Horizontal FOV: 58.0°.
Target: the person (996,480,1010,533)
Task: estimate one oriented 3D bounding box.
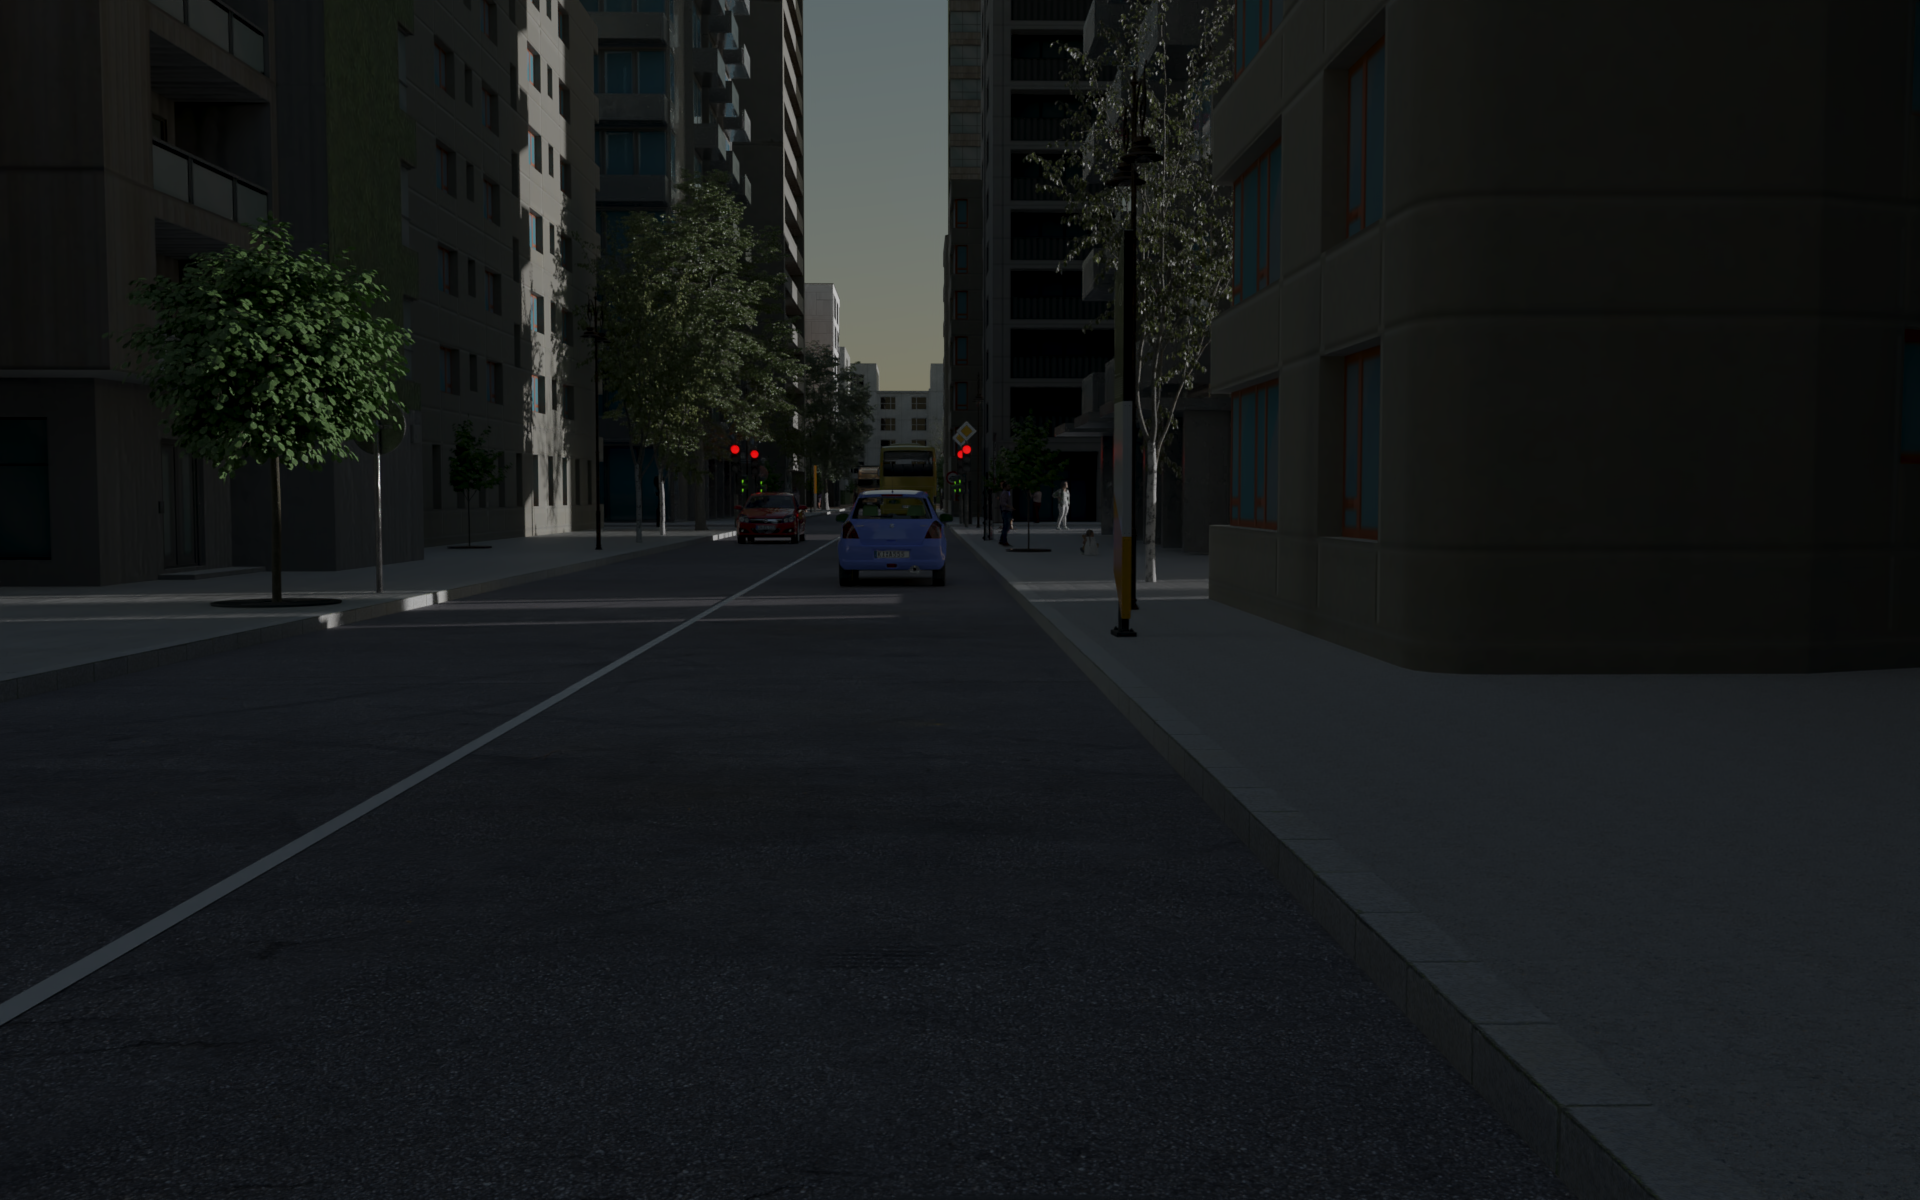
[{"bbox_3d":[1.421,-3.106,57.528,0.504,1.737,0.576,-2,4,-27],"label":"person"}]

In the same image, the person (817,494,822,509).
[{"bbox_3d":[-12.008,-8.547,149.011,0.697,1.427,0.421,-1,4,-20],"label":"person"}]

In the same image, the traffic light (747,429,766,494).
[{"bbox_3d":[-8.749,-5.216,74.200,0.839,4.253,0.868,0,4,-1],"label":"traffic light"}]

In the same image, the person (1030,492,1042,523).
[{"bbox_3d":[3.300,-4.173,75.736,0.517,1.644,0.566,0,4,-3],"label":"person"}]

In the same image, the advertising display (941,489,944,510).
[{"bbox_3d":[-1.275,-8.005,136.091,0.123,1.923,0.974,-2,4,-24],"label":"advertising display"}]

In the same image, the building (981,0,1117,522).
[{"bbox_3d":[11.600,-39.644,86.426,20.611,71.187,20.563,0,4,-1],"label":"building"}]

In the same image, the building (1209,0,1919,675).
[{"bbox_3d":[17.236,-9.876,6.509,27.650,21.520,28.899,0,4,-1],"label":"building"}]

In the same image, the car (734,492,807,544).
[{"bbox_3d":[-5.573,-2.589,51.374,2.155,1.783,4.494,0,4,-1],"label":"car"}]

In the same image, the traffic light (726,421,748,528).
[{"bbox_3d":[-8.545,-4.728,66.218,0.839,4.253,0.868,0,4,-1],"label":"traffic light"}]

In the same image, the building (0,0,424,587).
[{"bbox_3d":[-17.308,-20.916,25.569,14.154,41.232,14.086,0,4,-1],"label":"building"}]

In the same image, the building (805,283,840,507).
[{"bbox_3d":[-26.111,-19.660,165.408,27.936,21.610,32.646,0,4,-1],"label":"building"}]

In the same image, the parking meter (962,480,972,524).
[{"bbox_3d":[0.313,-4.151,73.579,0.399,1.863,0.255,1,4,17],"label":"parking meter"}]

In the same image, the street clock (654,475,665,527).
[{"bbox_3d":[-11.632,-3.817,66.983,0.358,2.002,0.471,1,4,19],"label":"street clock"}]

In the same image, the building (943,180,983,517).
[{"bbox_3d":[12.967,-16.228,110.362,27.650,21.520,28.899,0,4,-1],"label":"building"}]

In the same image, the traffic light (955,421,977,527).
[{"bbox_3d":[0.233,-4.742,66.457,0.839,4.253,0.868,0,4,-1],"label":"traffic light"}]

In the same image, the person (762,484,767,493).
[{"bbox_3d":[-9.449,-4.767,84.539,0.434,1.755,0.990,0,4,1],"label":"person"}]

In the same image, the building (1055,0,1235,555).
[{"bbox_3d":[14.966,-25.910,43.230,23.786,49.044,30.456,0,4,-1],"label":"building"}]

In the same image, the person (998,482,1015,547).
[{"bbox_3d":[1.152,-2.086,42.111,0.435,1.587,0.963,0,4,-1],"label":"person"}]

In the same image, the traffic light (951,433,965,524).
[{"bbox_3d":[0.029,-5.230,74.439,0.839,4.253,0.868,0,4,-1],"label":"traffic light"}]

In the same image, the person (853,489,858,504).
[{"bbox_3d":[-7.291,-6.830,120.300,0.434,1.807,0.598,2,4,32],"label":"person"}]

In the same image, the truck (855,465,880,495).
[{"bbox_3d":[-8.659,-11.110,170.569,2.839,4.237,11.283,0,4,0],"label":"truck"}]

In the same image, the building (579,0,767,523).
[{"bbox_3d":[-22.619,-28.671,88.383,23.786,49.044,30.456,0,4,-1],"label":"building"}]

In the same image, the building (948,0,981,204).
[{"bbox_3d":[6.014,-27.855,139.031,14.154,41.232,14.086,0,4,-1],"label":"building"}]

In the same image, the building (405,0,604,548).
[{"bbox_3d":[-27.492,-12.559,50.371,28.899,21.520,27.650,0,4,-1],"label":"building"}]

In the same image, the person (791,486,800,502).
[{"bbox_3d":[-9.708,-5.833,102.089,0.551,1.740,0.621,-1,4,-16],"label":"person"}]

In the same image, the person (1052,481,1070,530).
[{"bbox_3d":[3.713,-3.409,62.506,0.841,1.734,0.376,-3,4,-38],"label":"person"}]

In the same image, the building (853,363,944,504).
[{"bbox_3d":[-4.154,-23.006,242.602,31.486,18.905,16.747,0,4,-1],"label":"building"}]

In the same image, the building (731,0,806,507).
[{"bbox_3d":[-22.357,-30.500,122.380,21.300,48.544,21.600,0,4,-1],"label":"building"}]

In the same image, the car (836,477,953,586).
[{"bbox_3d":[-1.073,-1.137,28.178,1.945,1.707,3.694,0,4,-1],"label":"car"}]

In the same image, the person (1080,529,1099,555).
[{"bbox_3d":[2.732,-1.210,36.303,0.381,0.543,0.357,-1,4,-17],"label":"person"}]

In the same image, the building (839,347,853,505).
[{"bbox_3d":[-29.733,-21.358,215.664,31.486,18.905,16.747,0,4,-1],"label":"building"}]
